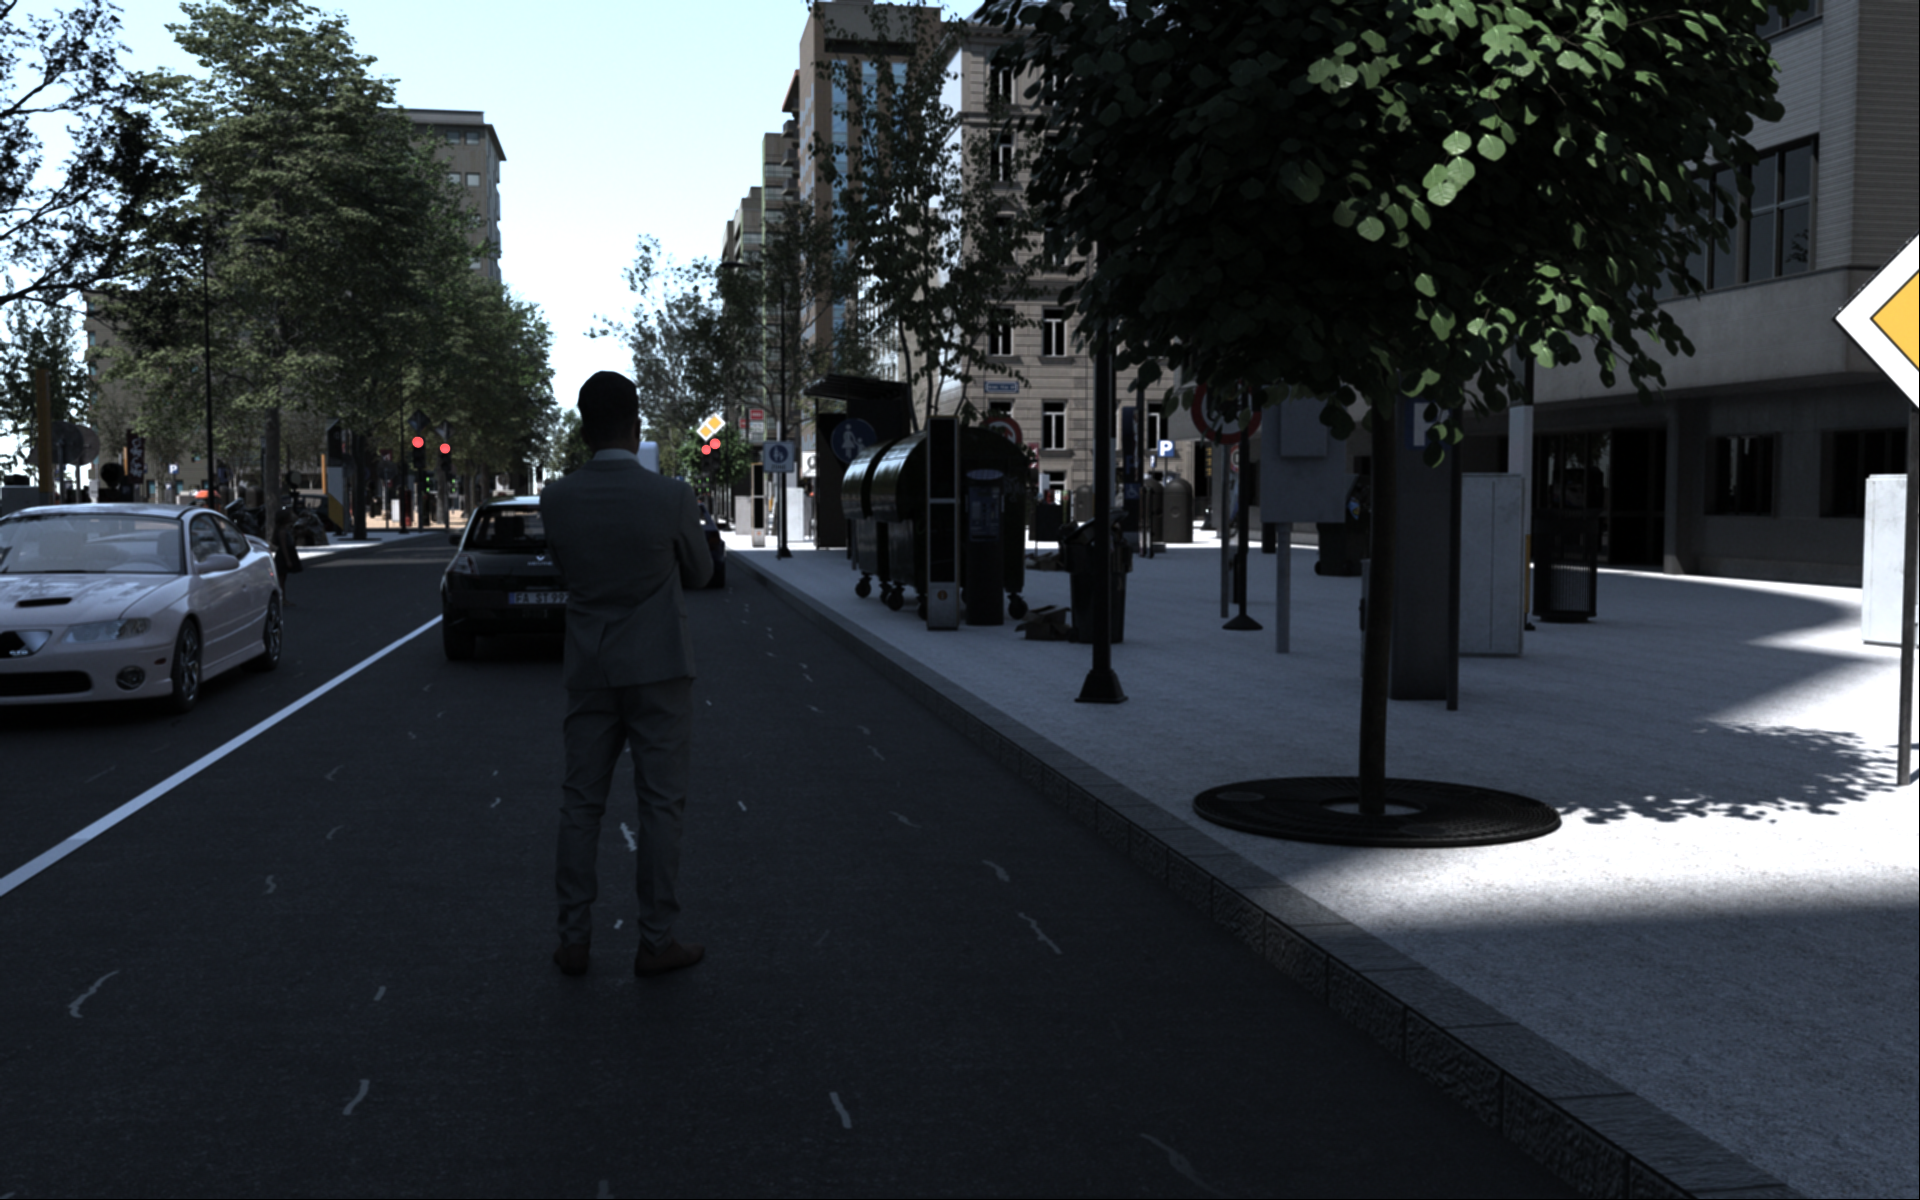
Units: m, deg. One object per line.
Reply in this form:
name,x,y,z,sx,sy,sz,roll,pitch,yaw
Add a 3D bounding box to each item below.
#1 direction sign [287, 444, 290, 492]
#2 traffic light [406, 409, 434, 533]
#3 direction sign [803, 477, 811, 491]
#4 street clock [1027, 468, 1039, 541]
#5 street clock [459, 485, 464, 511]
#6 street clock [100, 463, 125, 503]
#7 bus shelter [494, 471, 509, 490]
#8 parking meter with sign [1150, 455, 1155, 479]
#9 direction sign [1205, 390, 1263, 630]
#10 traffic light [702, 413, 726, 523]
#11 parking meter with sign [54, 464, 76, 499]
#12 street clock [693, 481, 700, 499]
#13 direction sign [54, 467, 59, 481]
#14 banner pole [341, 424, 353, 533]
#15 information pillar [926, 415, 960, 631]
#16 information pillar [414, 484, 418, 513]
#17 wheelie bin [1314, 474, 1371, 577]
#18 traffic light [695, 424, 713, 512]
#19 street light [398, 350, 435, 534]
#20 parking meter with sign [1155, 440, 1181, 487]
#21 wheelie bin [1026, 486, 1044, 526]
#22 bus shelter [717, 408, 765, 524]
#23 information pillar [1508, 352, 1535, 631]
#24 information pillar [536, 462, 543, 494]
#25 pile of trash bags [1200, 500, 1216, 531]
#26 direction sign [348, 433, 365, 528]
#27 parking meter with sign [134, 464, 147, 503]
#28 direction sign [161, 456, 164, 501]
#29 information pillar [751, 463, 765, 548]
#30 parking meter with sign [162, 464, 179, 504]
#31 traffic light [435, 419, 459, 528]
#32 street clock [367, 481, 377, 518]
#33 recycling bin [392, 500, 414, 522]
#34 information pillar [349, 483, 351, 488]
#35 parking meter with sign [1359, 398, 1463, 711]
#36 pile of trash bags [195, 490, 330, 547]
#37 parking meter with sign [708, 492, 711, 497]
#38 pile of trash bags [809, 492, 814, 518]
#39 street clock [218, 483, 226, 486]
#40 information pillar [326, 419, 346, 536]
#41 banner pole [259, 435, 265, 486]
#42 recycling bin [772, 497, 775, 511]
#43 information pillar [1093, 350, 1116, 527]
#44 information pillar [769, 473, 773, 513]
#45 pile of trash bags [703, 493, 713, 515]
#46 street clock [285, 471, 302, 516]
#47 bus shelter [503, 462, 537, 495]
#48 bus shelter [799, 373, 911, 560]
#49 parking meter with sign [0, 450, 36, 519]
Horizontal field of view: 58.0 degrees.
direction sign,-30.353,-5.282,78.357,0.379,3.537,0.876,-1,4,-15
traffic light,-17.789,-4.168,57.075,0.839,4.253,0.868,-1,4,-10
direction sign,-11.543,-8.543,131.669,0.876,3.537,0.379,-3,4,-37
street clock,1.983,-2.618,47.372,0.358,2.002,0.471,-1,4,-12
street clock,-38.180,-7.840,132.754,0.358,2.002,0.471,2,4,28
street clock,-19.674,-2.183,40.255,0.471,2.002,0.358,0,4,2
bus shelter,-33.803,-8.281,129.317,2.014,3.302,5.546,-1,4,-10
parking meter with sign,9.498,-5.006,78.110,1.738,3.016,0.543,-1,4,-14
direction sign,2.688,-1.491,16.370,0.876,3.537,0.379,-2,4,-29
traffic light,-8.339,-4.275,58.825,0.839,4.253,0.868,-1,4,-10
parking meter with sign,-45.628,-5.636,88.406,0.543,3.016,1.738,-3,5,-43
street clock,-12.409,-4.707,81.522,0.358,2.002,0.471,1,4,8
direction sign,-55.746,-7.001,106.459,0.876,3.537,0.379,1,4,11
banner pole,-20.154,-4.087,56.838,0.401,3.779,0.863,0,4,-3
information pillar,-0.157,-0.723,16.311,0.304,2.012,0.304,0,4,3
information pillar,-37.760,-7.098,120.542,0.304,2.012,0.304,-3,4,-38
wheelie bin,6.000,-1.183,27.246,0.693,1.594,0.980,-3,4,-36
traffic light,-9.785,-4.756,66.678,0.839,4.253,0.868,-1,4,-10
street light,-17.427,-5.096,55.856,1.470,5.913,1.316,-1,4,-10
parking meter with sign,6.920,-3.679,56.416,0.543,3.016,1.738,1,4,21
wheelie bin,2.882,-3.777,69.659,0.980,1.594,0.693,1,4,9
bus shelter,-9.793,-6.190,78.831,2.179,5.291,8.768,-1,4,-10
information pillar,5.315,-1.532,16.408,0.183,3.616,0.504,0,4,1
information pillar,-30.436,-8.204,125.495,0.504,3.616,0.183,-1,4,-18
pile of trash bags,9.314,-3.113,60.654,1.912,1.369,3.447,1,4,16
direction sign,-22.644,-4.444,64.651,0.876,3.537,0.379,0,4,0
parking meter with sign,-47.936,-6.372,100.435,1.738,3.016,0.543,2,4,26
direction sign,-47.701,-6.828,103.629,0.379,3.537,0.876,-2,4,-26
information pillar,-4.858,-2.273,41.658,0.304,2.012,0.304,-1,4,-14
parking meter with sign,-46.005,-6.395,100.820,0.543,3.016,1.738,0,4,-8
traffic light,-19.235,-4.649,64.928,0.839,4.253,0.868,-1,4,-10
street clock,-31.512,-5.398,92.832,0.471,2.002,0.358,-3,5,-44
recycling bin,-25.510,-4.082,79.291,0.722,1.027,0.722,2,4,32
information pillar,-38.857,-6.453,109.992,0.304,2.012,0.304,1,4,19
parking meter with sign,2.918,-0.903,11.020,0.543,3.016,1.738,0,4,0
pile of trash bags,-17.018,-1.959,41.784,1.912,1.369,3.447,1,4,22
parking meter with sign,-17.142,-7.381,116.939,1.738,3.016,0.543,3,5,42
pile of trash bags,-8.388,-5.237,95.384,1.912,1.369,3.447,0,4,7
street clock,-47.979,-6.612,112.672,0.471,2.002,0.358,1,4,8
information pillar,-19.075,-3.764,52.892,0.183,3.616,0.504,2,4,35
banner pole,-26.056,-4.607,65.339,0.401,3.779,0.863,2,4,24
recycling bin,-13.971,-7.093,128.519,0.722,1.027,0.722,0,4,-4
information pillar,2.155,-2.103,25.743,0.183,3.616,0.504,-2,4,-30
information pillar,-12.630,-7.610,115.770,0.183,3.616,0.504,1,4,17
pile of trash bags,-16.374,-6.755,120.197,1.912,1.369,3.447,1,4,20
street clock,-20.733,-3.021,53.958,0.358,2.002,0.471,2,4,28
bus shelter,-29.517,-8.415,115.221,2.179,5.291,8.768,-1,4,-10
bus shelter,-2.274,-2.795,36.974,1.731,3.624,6.357,-1,4,-10
parking meter with sign,-37.617,-4.445,68.940,1.738,3.016,0.543,0,4,2
